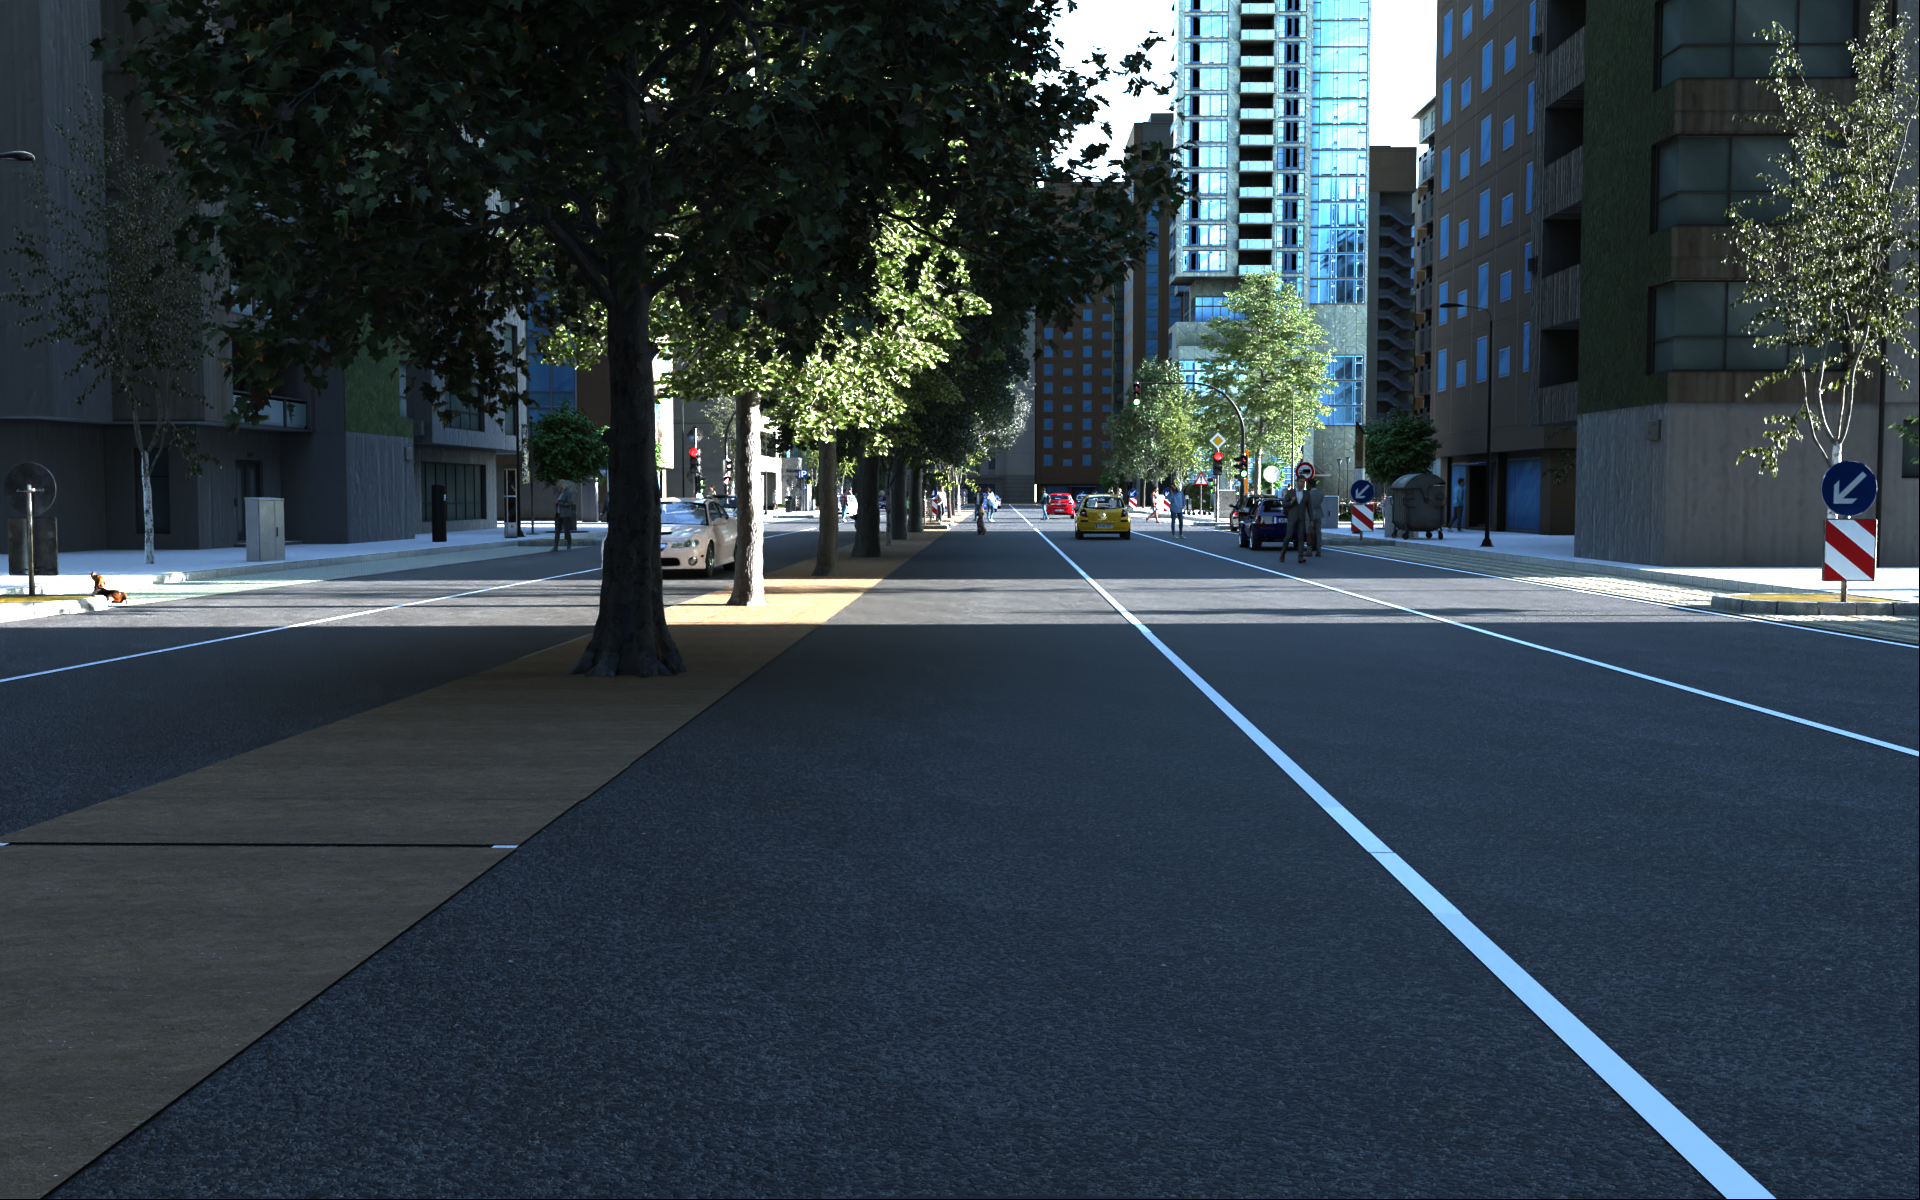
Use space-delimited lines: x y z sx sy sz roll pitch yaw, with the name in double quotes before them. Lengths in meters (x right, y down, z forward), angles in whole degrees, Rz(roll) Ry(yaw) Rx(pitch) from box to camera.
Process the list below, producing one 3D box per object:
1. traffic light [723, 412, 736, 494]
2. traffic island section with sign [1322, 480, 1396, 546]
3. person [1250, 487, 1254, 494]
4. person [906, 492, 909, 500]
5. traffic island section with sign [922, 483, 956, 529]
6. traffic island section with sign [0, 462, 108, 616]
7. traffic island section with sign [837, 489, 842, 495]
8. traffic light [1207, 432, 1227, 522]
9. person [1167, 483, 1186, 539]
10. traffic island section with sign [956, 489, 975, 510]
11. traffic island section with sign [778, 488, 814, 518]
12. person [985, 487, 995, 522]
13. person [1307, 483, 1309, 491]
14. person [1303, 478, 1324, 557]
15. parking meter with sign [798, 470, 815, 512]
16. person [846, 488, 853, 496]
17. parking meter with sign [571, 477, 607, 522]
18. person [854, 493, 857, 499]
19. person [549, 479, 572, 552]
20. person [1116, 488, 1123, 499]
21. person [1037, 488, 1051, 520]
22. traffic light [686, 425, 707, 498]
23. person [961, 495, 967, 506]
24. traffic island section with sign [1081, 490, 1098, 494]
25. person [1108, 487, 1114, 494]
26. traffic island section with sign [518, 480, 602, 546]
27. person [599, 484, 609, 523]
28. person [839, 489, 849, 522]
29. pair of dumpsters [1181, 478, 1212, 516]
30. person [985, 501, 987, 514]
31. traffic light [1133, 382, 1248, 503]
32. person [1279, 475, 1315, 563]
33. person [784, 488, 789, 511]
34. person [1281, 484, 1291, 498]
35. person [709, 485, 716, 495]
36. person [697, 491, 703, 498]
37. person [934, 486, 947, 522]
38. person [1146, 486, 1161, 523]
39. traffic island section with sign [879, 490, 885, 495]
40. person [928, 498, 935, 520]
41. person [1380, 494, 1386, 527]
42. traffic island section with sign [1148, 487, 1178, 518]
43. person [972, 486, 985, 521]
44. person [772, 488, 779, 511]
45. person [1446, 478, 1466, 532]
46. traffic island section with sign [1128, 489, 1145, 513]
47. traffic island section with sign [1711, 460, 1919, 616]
"traffic light" -8.531 -6.373 78.859 4.771 5.953 1.251 0 4 1
"traffic island section with sign" 11.015 -2.444 48.595 1.989 1.847 2.006 0 4 1
"person" 21.491 -7.385 127.148 0.716 1.782 0.532 -2 4 -31
"person" -6.561 -12.765 217.882 1.217 1.739 0.721 -1 4 -10
"traffic island section with sign" -1.308 -4.301 78.456 2.006 1.907 1.989 0 4 1
"traffic island section with sign" -11.610 -0.761 21.070 1.989 1.847 2.006 0 4 1
"traffic island section with sign" -9.200 -7.457 130.545 1.989 1.847 2.006 0 4 1
"traffic light" 11.631 -5.473 78.397 0.839 4.253 0.868 0 4 1
"person" 6.962 -2.866 55.628 0.793 1.790 0.793 -3 5 -43
"traffic island section with sign" 0.342 -8.895 153.577 2.006 1.907 1.989 0 4 1
"traffic island section with sign" -9.793 -5.808 103.596 1.989 1.847 2.006 0 4 1
"person" 1.557 -4.981 90.203 0.793 1.790 0.793 1 4 16
"person" 10.313 -2.568 50.756 0.793 1.790 0.793 0 4 2
"person" 8.098 -1.908 39.882 0.511 1.800 0.466 -2 4 -32
"parking meter with sign" -11.555 -8.243 131.032 0.543 3.016 1.738 2 4 26
"person" -7.159 -6.276 110.925 0.655 1.846 0.447 1 4 12
"parking meter with sign" -16.763 -5.027 78.453 1.738 3.016 0.543 0 4 2
"person" -8.282 -8.023 140.026 0.721 1.781 0.623 1 4 12
"person" -9.906 -2.105 43.098 0.537 1.800 0.526 3 5 42
"person" 9.344 -5.717 102.394 0.534 1.772 0.576 3 4 36
"person" 4.629 -5.281 95.199 0.721 1.781 0.623 1 4 15
"traffic light" -10.801 -5.013 70.887 0.839 4.253 0.868 0 4 1
"person" 0.498 -12.110 207.441 0.756 1.711 0.436 0 4 -4
"traffic island section with sign" 13.932 -10.496 180.239 1.989 1.847 2.006 0 4 1
"person" 9.489 -6.215 109.472 0.474 1.900 0.648 -1 4 -13
"traffic island section with sign" -11.018 -2.409 48.019 1.989 1.847 2.006 0 4 1
"person" -7.778 -1.830 38.818 0.661 1.777 0.834 1 4 17
"person" -6.049 -4.951 90.287 0.563 1.720 0.643 2 4 34
"pair of dumpsters" 14.328 -6.255 104.769 1.574 2.255 4.437 0 4 1
"person" 1.998 -6.783 123.688 0.425 1.301 0.394 1 4 19
"traffic light" 9.362 -5.850 70.318 4.771 5.953 1.251 0 4 1
"person" 7.023 -1.689 36.076 0.622 1.834 0.822 -1 4 -13
"person" -13.278 -7.793 133.803 0.624 1.780 0.694 -1 4 -11
"person" 16.297 -4.891 86.199 0.473 1.802 0.592 -2 4 -31
"person" -14.420 -5.733 100.119 0.599 1.781 0.374 1 4 21
"person" -12.722 -4.671 84.219 0.330 1.601 0.589 3 5 39
"person" -0.968 -4.595 83.479 0.661 1.843 0.795 -2 4 -33
"person" 9.562 -4.705 85.525 0.778 1.811 0.616 1 4 19
"traffic island section with sign" -8.087 -10.526 180.733 1.989 1.847 2.006 0 4 1
"person" -1.515 -5.276 96.575 0.330 1.601 0.589 2 4 33
"person" 16.528 -3.484 67.291 0.425 1.301 0.394 0 4 6
"traffic island section with sign" 12.229 -5.778 103.102 1.989 1.847 2.006 0 4 1
"person" 0.996 -4.919 88.907 0.794 1.824 0.713 2 4 33
"person" -14.150 -7.687 132.469 0.466 1.731 0.760 -2 4 -30
"person" 16.689 -3.190 58.219 0.620 1.820 0.660 -1 4 -10
"traffic island section with sign" 12.811 -7.427 130.051 1.989 1.847 2.006 0 4 1
"traffic island section with sign" 10.412 -0.772 21.244 1.989 1.847 2.006 0 4 1
